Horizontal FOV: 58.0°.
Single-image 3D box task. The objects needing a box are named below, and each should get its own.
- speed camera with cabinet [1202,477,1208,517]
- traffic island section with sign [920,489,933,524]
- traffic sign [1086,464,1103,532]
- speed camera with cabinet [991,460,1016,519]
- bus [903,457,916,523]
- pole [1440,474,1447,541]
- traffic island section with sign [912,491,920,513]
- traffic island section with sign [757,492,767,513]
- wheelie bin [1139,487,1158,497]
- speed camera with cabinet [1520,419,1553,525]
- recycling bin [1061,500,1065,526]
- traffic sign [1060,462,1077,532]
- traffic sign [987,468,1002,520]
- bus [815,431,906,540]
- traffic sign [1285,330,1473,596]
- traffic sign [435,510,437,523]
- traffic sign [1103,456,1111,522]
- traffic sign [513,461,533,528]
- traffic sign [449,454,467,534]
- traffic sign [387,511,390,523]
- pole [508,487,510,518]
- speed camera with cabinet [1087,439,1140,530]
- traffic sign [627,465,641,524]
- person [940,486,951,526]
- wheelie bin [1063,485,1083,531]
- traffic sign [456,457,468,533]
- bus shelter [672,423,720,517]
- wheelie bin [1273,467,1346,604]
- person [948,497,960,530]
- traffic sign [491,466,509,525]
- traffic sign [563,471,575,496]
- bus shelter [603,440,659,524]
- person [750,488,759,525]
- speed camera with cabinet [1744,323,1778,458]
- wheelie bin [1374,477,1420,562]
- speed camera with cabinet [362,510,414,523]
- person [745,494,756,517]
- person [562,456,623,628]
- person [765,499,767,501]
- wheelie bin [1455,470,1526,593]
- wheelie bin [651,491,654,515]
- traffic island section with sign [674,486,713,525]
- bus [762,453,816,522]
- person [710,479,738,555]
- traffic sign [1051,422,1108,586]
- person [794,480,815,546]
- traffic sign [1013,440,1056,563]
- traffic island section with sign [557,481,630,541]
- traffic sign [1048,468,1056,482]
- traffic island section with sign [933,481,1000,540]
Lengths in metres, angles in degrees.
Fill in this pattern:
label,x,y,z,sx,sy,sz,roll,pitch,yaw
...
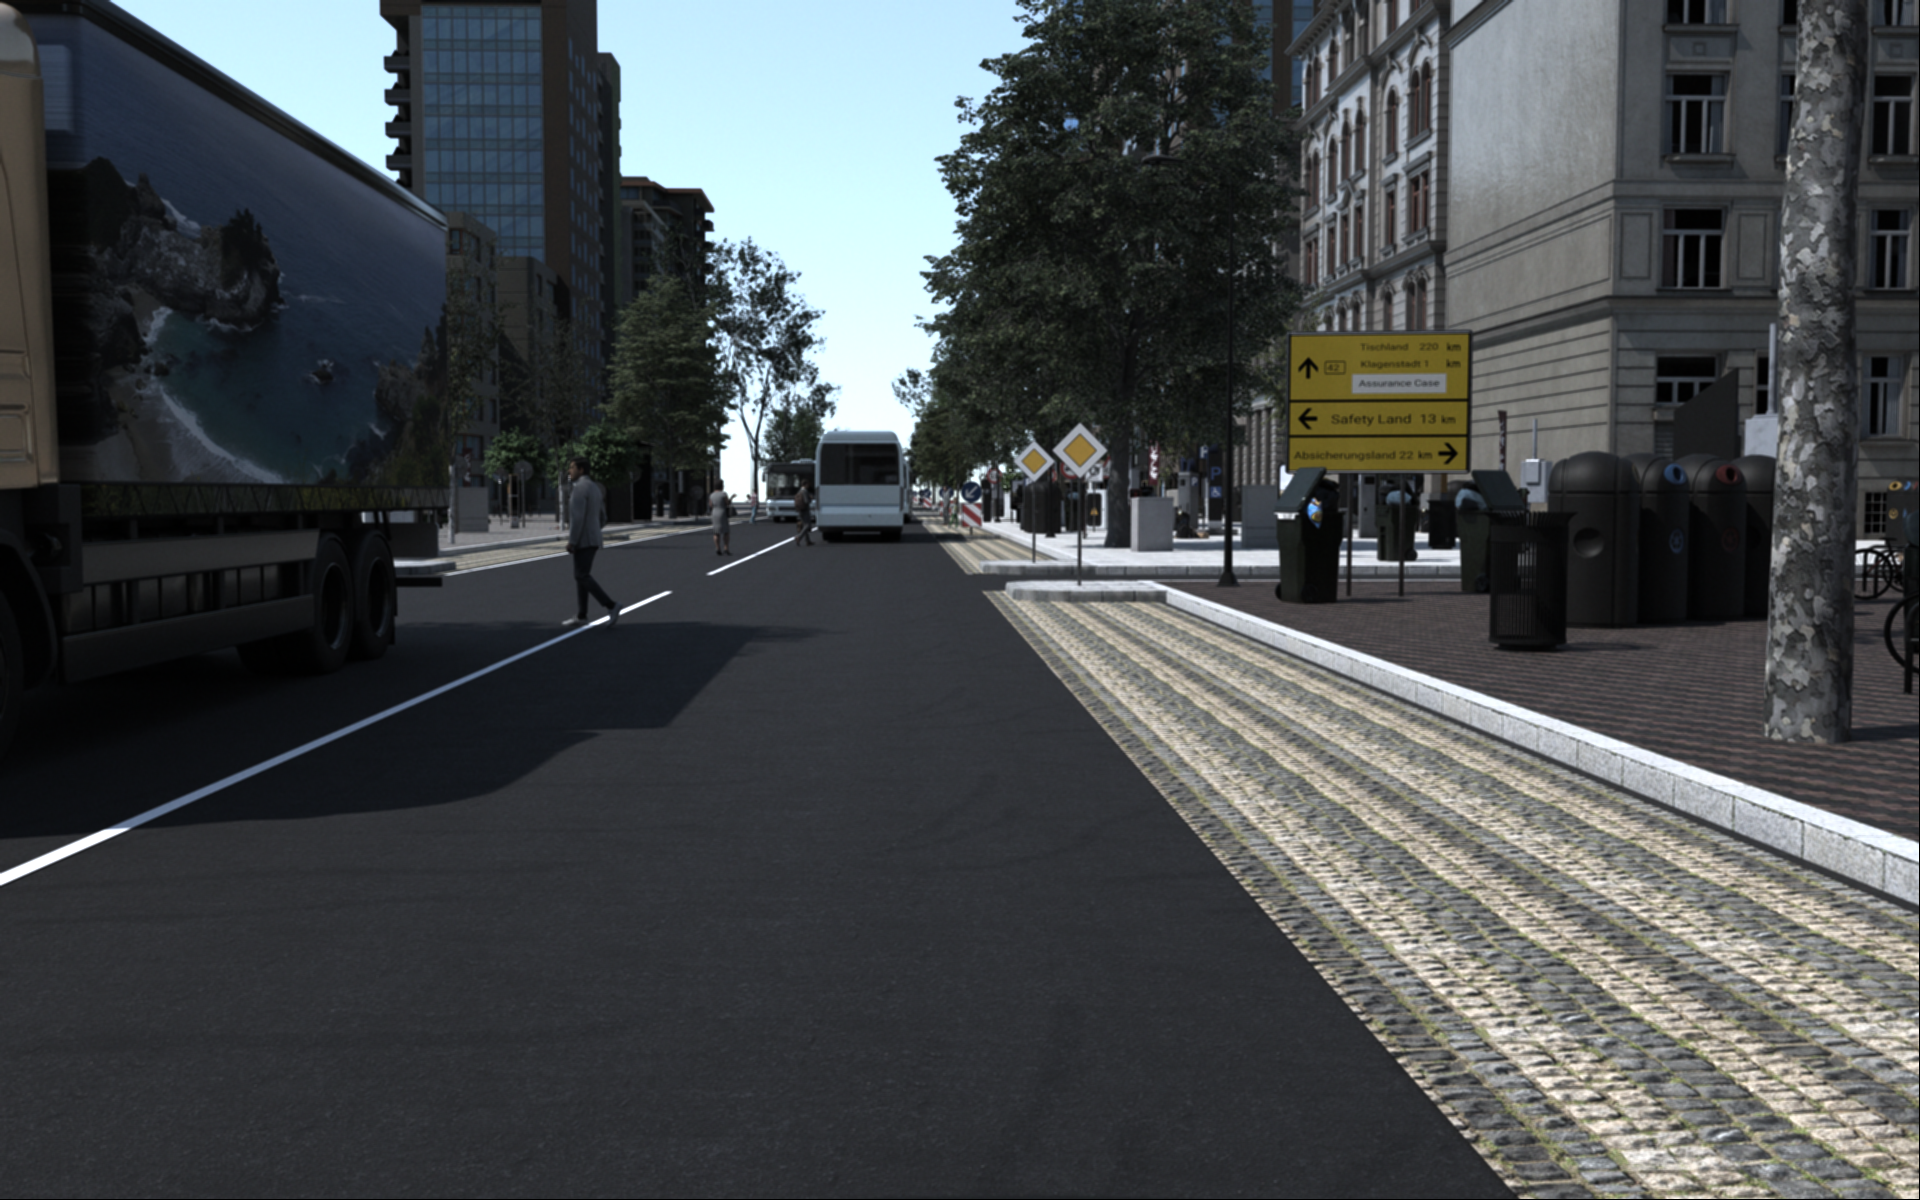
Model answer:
label,x,y,z,sx,sy,sz,roll,pitch,yaw
speed camera with cabinet,13.962,-6.293,97.221,0.660,3.252,2.038,1,4,13
traffic island section with sign,-0.767,-4.489,82.017,1.989,1.847,2.006,0,4,-2
traffic sign,4.522,-3.441,58.382,0.606,2.300,0.079,0,4,-2
speed camera with cabinet,2.402,-5.792,89.042,2.038,3.252,0.660,3,4,39
bus,-3.790,-5.762,89.073,2.948,3.499,13.247,0,4,-1
pole,12.089,-3.022,43.258,0.158,3.312,0.155,0,3,0
traffic island section with sign,-2.617,-7.542,131.943,1.989,1.847,2.006,0,4,-2
traffic island section with sign,-14.107,-7.393,129.507,1.989,1.847,2.006,0,4,-2
wheelie bin,7.779,-3.946,72.432,0.980,1.594,0.693,0,4,5
speed camera with cabinet,15.825,-3.129,45.493,2.038,3.252,0.660,3,4,38
recycling bin,4.250,-3.448,68.926,0.722,1.027,0.722,-1,4,-21
traffic sign,3.775,-3.581,58.655,0.768,2.556,0.104,0,4,5
traffic sign,1.687,-5.170,84.630,0.768,2.556,0.104,0,4,5
bus,-3.180,-3.786,56.757,2.948,3.499,13.247,0,4,-2
traffic sign,5.217,-1.700,21.666,2.265,3.308,0.079,0,4,7
traffic sign,-15.436,-3.118,50.979,0.884,2.594,0.081,0,4,1
traffic sign,5.035,-3.582,58.567,0.884,2.594,0.081,0,4,-1
traffic sign,-16.701,-4.045,66.242,0.768,2.556,0.104,0,4,1
traffic sign,-16.157,-3.383,55.421,0.768,2.556,0.104,0,4,0
traffic sign,-10.465,-1.717,31.714,0.795,2.450,0.064,0,4,-2
pole,-24.165,-6.061,92.944,0.158,3.312,0.155,0,3,0
speed camera with cabinet,5.447,-4.153,62.239,2.038,3.252,0.660,3,5,39
traffic sign,-14.077,-4.541,74.350,0.768,2.556,0.104,0,4,1
person,-0.618,-4.251,78.099,0.391,1.810,0.635,-1,4,-22
wheelie bin,3.969,-3.176,59.844,0.693,1.594,0.980,-1,4,-19
traffic sign,-16.514,-3.471,56.851,0.768,2.556,0.104,0,4,1
bus shelter,-15.444,-7.518,100.545,2.179,5.291,8.768,0,4,-2
wheelie bin,4.141,-0.772,20.524,0.693,1.594,0.980,-1,4,-18
person,-0.242,-3.478,69.606,0.306,1.304,0.590,-3,5,-44
traffic sign,-18.751,-4.255,70.749,0.795,2.450,0.064,0,4,5
traffic sign,-17.013,-4.488,75.516,0.606,2.300,0.079,0,4,1
bus shelter,-14.923,-5.336,78.525,1.731,3.624,6.357,0,4,-2
person,-9.670,-4.402,81.310,0.643,1.720,0.563,-2,4,-34
speed camera with cabinet,8.890,-1.553,19.735,2.038,3.252,0.660,-2,4,-23
wheelie bin,8.341,-1.540,33.091,0.693,1.594,0.980,-1,4,-16
speed camera with cabinet,-13.188,-2.690,38.324,2.038,3.252,0.660,-3,5,-41
person,-13.062,-5.907,108.269,0.628,1.438,0.799,1,4,10
person,-3.974,-0.635,18.722,0.795,1.843,0.661,1,4,13
person,-11.770,-6.137,109.666,1.217,1.723,0.721,-1,4,-14
wheelie bin,6.934,-0.910,22.791,0.980,1.594,0.693,-2,4,-30
wheelie bin,-16.193,-4.976,89.268,0.980,1.594,0.693,-3,4,-38
traffic island section with sign,-12.325,-4.439,81.202,1.989,1.847,2.006,0,4,-2
bus,-8.278,-5.868,90.798,2.948,3.499,13.247,0,4,0
person,-5.498,-1.944,40.641,0.716,1.782,0.532,2,4,27
traffic sign,1.666,-1.254,24.149,0.795,2.450,0.064,0,4,-2
person,-4.332,-2.414,47.935,0.822,1.834,0.622,-3,5,-42
traffic sign,1.372,-1.742,32.129,0.795,2.450,0.064,0,4,-2
traffic island section with sign,-11.315,-2.753,53.636,1.989,1.847,2.006,0,4,-2
traffic sign,4.181,-5.023,82.236,0.768,2.556,0.104,0,4,-1
traffic island section with sign,0.226,-2.839,55.048,1.989,1.847,2.006,0,4,-2
